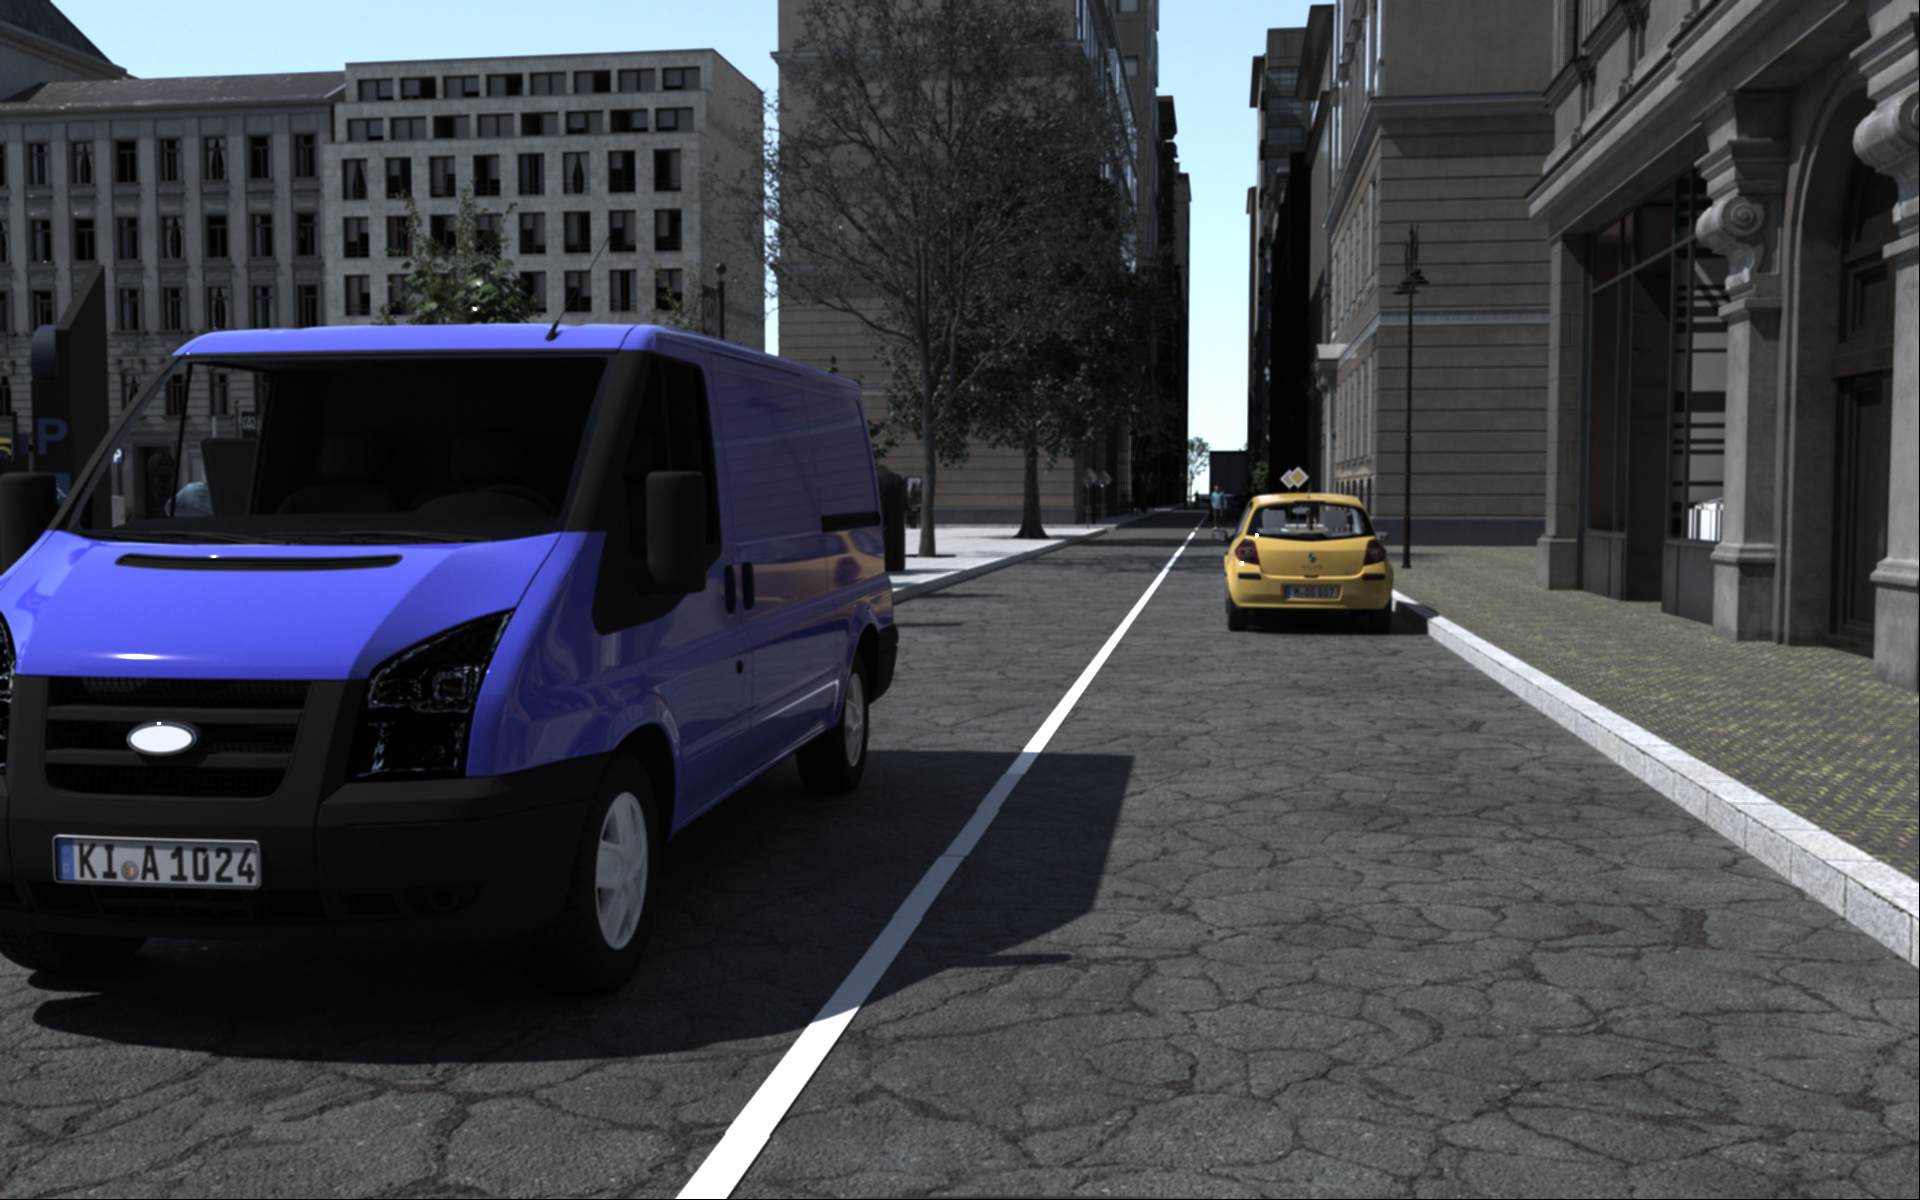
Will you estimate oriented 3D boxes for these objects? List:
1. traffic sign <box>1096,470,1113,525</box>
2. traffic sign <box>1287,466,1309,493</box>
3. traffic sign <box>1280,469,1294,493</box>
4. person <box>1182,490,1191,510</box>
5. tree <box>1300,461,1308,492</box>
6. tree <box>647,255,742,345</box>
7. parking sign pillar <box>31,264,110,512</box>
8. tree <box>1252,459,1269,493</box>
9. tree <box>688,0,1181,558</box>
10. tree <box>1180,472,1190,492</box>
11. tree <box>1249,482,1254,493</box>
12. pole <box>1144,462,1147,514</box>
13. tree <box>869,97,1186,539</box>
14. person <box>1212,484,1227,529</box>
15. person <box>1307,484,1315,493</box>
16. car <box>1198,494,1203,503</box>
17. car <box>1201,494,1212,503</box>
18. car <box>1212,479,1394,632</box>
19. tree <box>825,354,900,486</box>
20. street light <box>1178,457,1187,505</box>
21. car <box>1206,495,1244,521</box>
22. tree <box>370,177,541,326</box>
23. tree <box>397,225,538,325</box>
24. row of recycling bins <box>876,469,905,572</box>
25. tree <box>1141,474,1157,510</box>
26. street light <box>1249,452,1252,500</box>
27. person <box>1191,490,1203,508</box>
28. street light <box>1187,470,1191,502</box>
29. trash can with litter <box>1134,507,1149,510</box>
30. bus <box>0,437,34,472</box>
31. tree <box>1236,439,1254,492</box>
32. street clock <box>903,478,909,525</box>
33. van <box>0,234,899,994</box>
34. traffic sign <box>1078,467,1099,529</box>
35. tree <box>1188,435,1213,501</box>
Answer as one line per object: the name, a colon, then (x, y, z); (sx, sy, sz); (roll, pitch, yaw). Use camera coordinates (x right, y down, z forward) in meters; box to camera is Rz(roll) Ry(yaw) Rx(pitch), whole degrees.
traffic sign: (5.903, -4.144, 71.404); (0.795, 2.450, 0.064); (1, 4, 9)
traffic sign: (12.163, -3.591, 62.363); (0.795, 2.450, 0.064); (1, 4, 9)
traffic sign: (13.359, -4.074, 70.258); (0.795, 2.450, 0.064); (1, 4, 9)
person: (20.227, -8.962, 155.034); (0.705, 1.824, 1.348); (-2, 4, -29)
tree: (17.709, -5.656, 87.074); (1.663, 3.219, 1.824); (0, 3, 0)
tree: (-8.635, -6.324, 53.752); (4.737, 8.622, 4.395); (0, 3, 0)
parking sign pillar: (-10.141, -1.915, 19.782); (1.447, 3.967, 1.447); (-1, 4, -9)
tree: (26.362, -9.970, 146.727); (4.285, 4.588, 4.351); (0, 3, 0)
tree: (-0.523, -7.610, 34.790); (12.009, 13.543, 11.850); (0, 3, 0)
tree: (27.767, -14.600, 222.425); (4.285, 4.588, 4.351); (0, 3, 0)
tree: (38.966, -14.293, 228.284); (1.663, 3.219, 1.824); (0, 3, 0)
pole: (11.934, -7.205, 111.644); (0.158, 3.312, 0.155); (0, 3, 0)
tree: (1.972, -8.126, 49.860); (9.611, 12.733, 9.660); (0, 3, 0)
person: (10.539, -3.780, 70.318); (0.660, 1.820, 0.620); (2, 4, 25)
person: (13.164, -3.451, 64.955); (0.581, 1.822, 0.654); (-1, 4, -20)
car: (39.375, -16.393, 279.821); (2.131, 1.459, 4.920); (0, 4, 8)
car: (37.715, -15.465, 264.653); (2.131, 1.459, 4.920); (0, 4, 7)
car: (3.846, -0.566, 19.482); (2.015, 1.641, 3.980); (1, 4, 8)
tree: (-1.655, -1.795, 23.949); (1.663, 3.219, 1.824); (0, 3, 0)
street light: (29.476, -15.703, 229.537); (0.468, 5.910, 1.993); (1, 4, 9)
car: (14.206, -4.936, 92.704); (2.014, 1.417, 4.499); (0, 4, 7)
tree: (-12.024, -5.535, 40.864); (4.737, 8.622, 4.395); (0, 3, 0)
tree: (-3.323, -1.094, 12.494); (1.663, 3.219, 1.824); (0, 3, 0)
row of recycling bins: (-1.928, -1.263, 27.767); (1.069, 1.692, 3.534); (2, 4, 28)
tree: (15.566, -9.109, 143.539); (1.663, 3.219, 1.824); (0, 3, 0)
street light: (31.679, -13.190, 188.439); (0.468, 5.910, 1.993); (1, 4, 9)
person: (23.586, -10.029, 172.465); (1.348, 1.826, 0.705); (1, 4, 13)
street light: (34.096, -17.605, 260.635); (0.468, 5.910, 1.993); (1, 4, 9)
trash can with litter: (14.357, -7.833, 139.127); (2.233, 1.210, 1.678); (2, 4, 26)
bus: (-45.169, -5.105, 75.015); (12.252, 3.916, 2.896); (0, 4, 8)
tree: (39.043, -17.299, 233.204); (4.737, 8.622, 4.395); (0, 3, 0)
street clock: (-2.103, -4.107, 71.718); (0.358, 2.002, 0.471); (-3, 5, -44)
van: (-1.634, -0.150, 6.840); (2.240, 2.365, 5.245); (0, 4, 8)
traffic sign: (4.707, -3.662, 63.509); (0.795, 2.450, 0.064); (1, 4, 9)
tree: (40.511, -23.082, 303.138); (9.928, 11.665, 9.643); (0, 3, 0)
